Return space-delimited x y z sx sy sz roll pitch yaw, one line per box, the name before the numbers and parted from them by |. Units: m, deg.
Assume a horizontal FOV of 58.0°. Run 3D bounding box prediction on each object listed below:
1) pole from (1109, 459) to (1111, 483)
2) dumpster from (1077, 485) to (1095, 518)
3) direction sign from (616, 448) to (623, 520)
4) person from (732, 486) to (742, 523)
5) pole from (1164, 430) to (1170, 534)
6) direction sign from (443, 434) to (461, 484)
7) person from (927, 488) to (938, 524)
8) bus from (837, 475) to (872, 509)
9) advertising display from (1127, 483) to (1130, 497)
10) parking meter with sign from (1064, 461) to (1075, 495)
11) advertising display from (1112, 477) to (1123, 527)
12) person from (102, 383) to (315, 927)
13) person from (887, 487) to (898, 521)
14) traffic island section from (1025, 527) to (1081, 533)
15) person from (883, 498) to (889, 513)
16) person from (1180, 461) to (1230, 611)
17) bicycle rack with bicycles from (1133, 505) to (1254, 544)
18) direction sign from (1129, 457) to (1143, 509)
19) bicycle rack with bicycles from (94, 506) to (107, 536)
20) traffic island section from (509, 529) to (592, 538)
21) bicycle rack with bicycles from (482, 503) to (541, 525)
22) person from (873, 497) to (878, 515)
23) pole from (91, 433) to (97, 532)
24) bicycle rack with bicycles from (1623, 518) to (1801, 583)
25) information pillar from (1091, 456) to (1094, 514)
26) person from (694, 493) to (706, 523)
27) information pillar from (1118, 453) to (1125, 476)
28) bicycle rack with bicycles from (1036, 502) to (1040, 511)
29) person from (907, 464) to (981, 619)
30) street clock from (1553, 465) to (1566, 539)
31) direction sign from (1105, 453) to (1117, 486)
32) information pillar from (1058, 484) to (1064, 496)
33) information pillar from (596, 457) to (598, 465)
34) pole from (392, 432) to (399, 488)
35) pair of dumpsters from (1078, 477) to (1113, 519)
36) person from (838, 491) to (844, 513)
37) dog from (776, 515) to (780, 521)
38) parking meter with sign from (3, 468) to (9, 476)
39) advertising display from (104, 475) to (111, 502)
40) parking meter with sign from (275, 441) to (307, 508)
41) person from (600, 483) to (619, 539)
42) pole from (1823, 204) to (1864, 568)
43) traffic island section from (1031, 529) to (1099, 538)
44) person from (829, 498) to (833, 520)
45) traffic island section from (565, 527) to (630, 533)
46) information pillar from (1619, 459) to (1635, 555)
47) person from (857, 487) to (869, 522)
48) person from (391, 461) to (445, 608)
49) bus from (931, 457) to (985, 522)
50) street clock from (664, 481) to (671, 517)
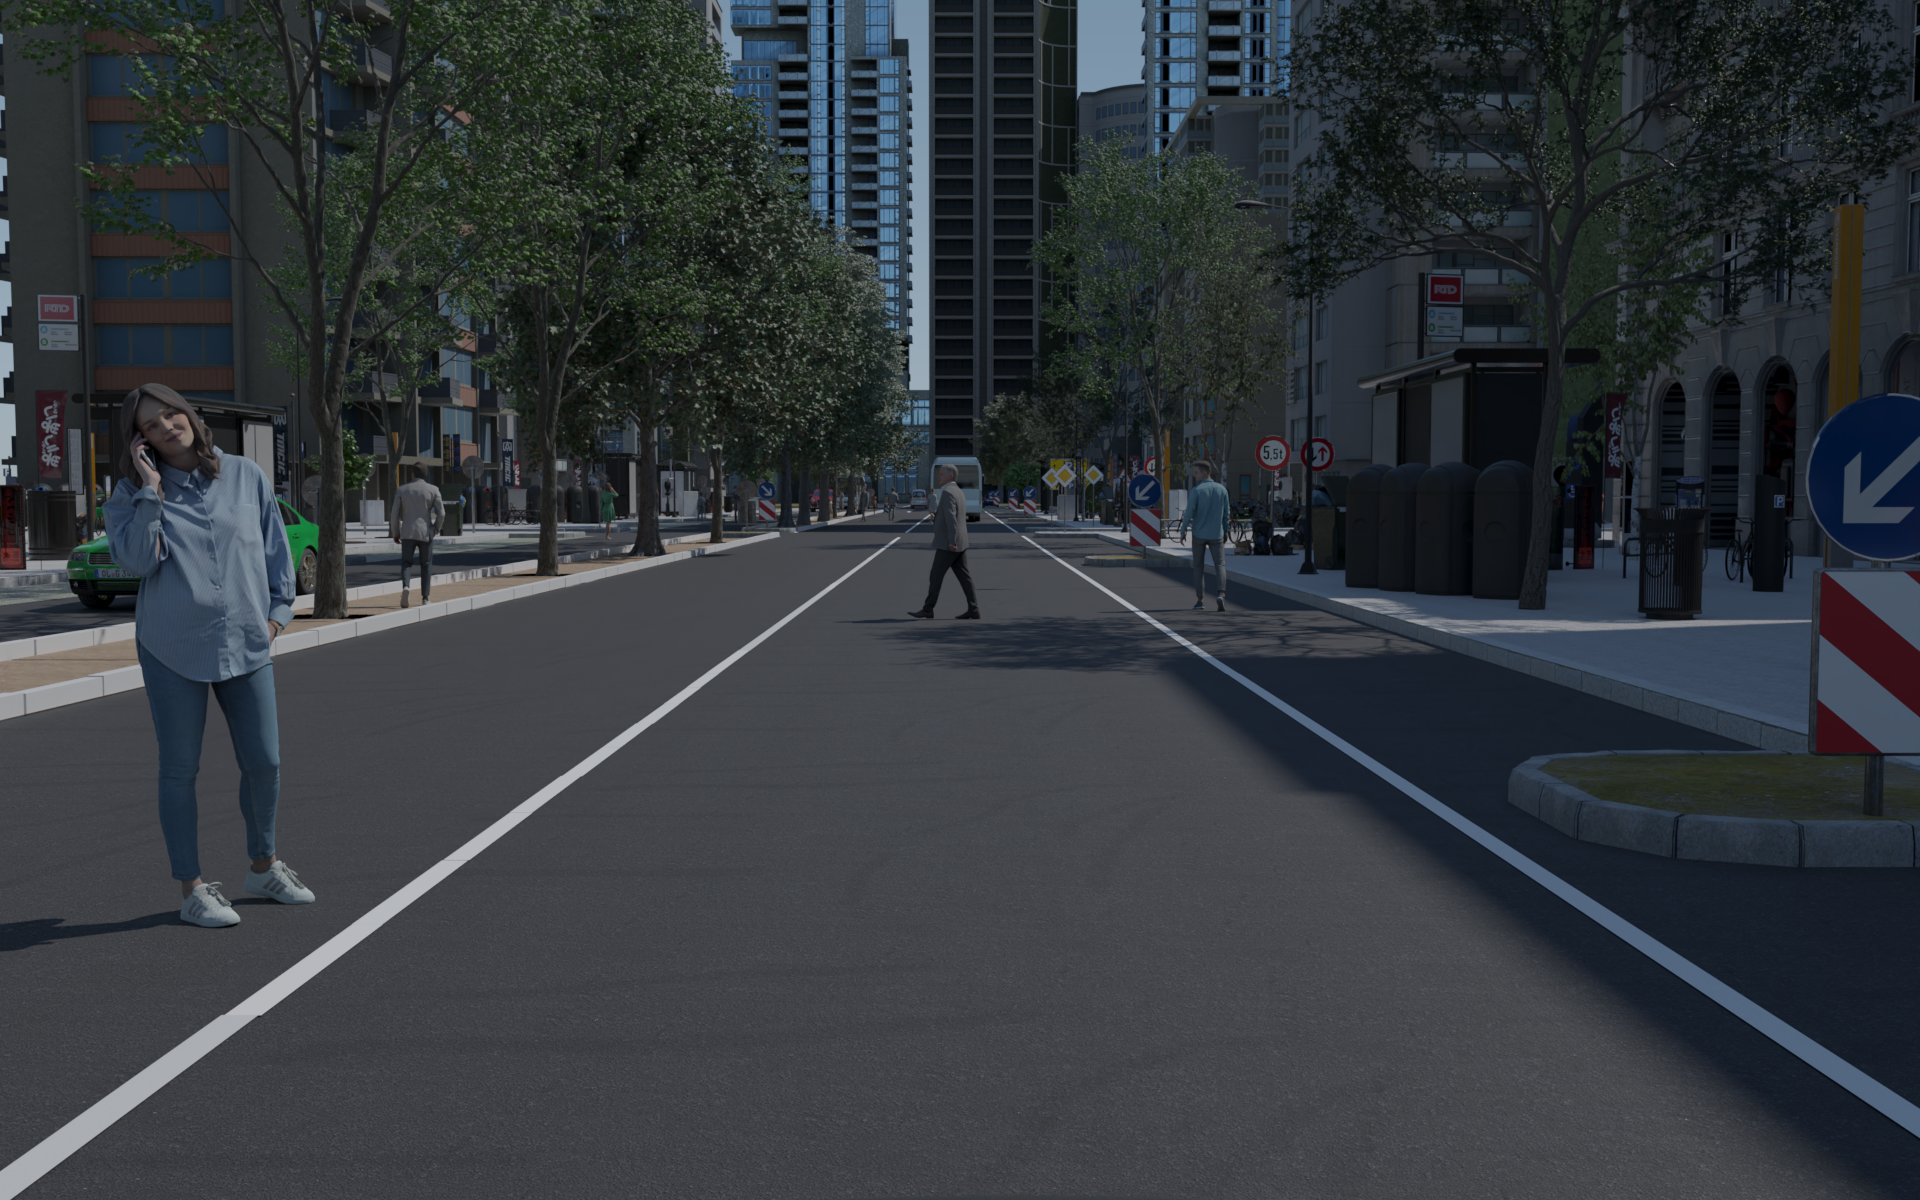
pole | 8.625 -6.453 99.346 0.158 3.312 0.155 0 3 0
dumpster | 6.727 -5.371 93.577 1.264 1.857 1.865 0 3 0
direction sign | -16.665 -5.660 84.537 0.379 3.537 0.876 -1 4 -11
person | -11.122 -4.811 86.963 0.655 1.846 0.447 -1 4 -17
pole | 6.616 -3.765 55.395 0.158 3.312 0.155 0 3 0
direction sign | -19.177 -4.489 65.395 0.876 3.537 0.379 2 4 29
person | -1.303 -4.565 83.892 0.466 1.731 0.760 -3 5 -42
bus | -10.028 -10.363 164.293 2.948 3.499 13.247 0 4 0
advertising display | 8.680 -5.298 91.841 0.974 1.923 0.123 3 4 38
parking meter with sign | 5.769 -5.780 90.771 0.543 3.016 1.738 0 4 -1
advertising display | 6.153 -3.813 67.558 0.123 1.923 0.974 -1 4 -13
person | -2.515 0.180 5.821 0.793 1.790 0.793 1 4 20
person | -3.646 -5.206 93.823 0.606 1.804 0.583 0 4 -3
traffic island section | 3.493 -2.646 65.541 2.009 0.180 2.903 0 3 0
person | -5.350 -7.047 129.211 0.738 1.151 1.012 2 4 30
person | 3.035 -0.794 21.348 0.638 1.841 0.748 0 4 -1
bicycle rack with bicycles | 6.618 -1.947 45.209 2.925 0.926 2.852 -3 4 -37
direction sign | 10.687 -6.936 105.404 0.876 3.537 0.379 -1 4 -11
bicycle rack with bicycles | -24.834 -2.402 52.648 2.852 0.926 2.925 -2 4 -35
traffic island section | -13.642 -2.157 57.547 2.009 0.180 2.903 0 3 0
bicycle rack with bicycles | -18.367 -3.614 72.470 2.925 0.926 2.852 -1 4 -10
person | -5.915 -6.597 121.027 0.373 1.253 0.362 0 4 7
pole | -29.001 -3.917 57.887 0.158 3.312 0.155 0 3 0
bicycle rack with bicycles | 11.559 -0.789 26.284 2.925 0.926 2.852 -3 5 -42
information pillar | 8.173 -7.084 107.174 0.183 3.616 0.504 0 4 -7
person | -12.969 -4.608 86.435 0.523 1.515 0.503 3 4 36
information pillar | 9.179 -6.536 98.224 0.504 3.616 0.183 3 4 36
bicycle rack with bicycles | 7.073 -7.382 134.073 2.925 0.926 2.852 2 4 25
person | -0.181 -0.668 19.818 0.834 1.777 0.661 0 4 5
street clock | 15.148 -2.381 43.503 0.471 2.002 0.358 2 4 30
direction sign | 8.448 -6.410 96.795 0.876 3.537 0.379 -3 4 -38
information pillar | 5.503 -5.423 93.157 0.304 2.012 0.304 -2 4 -35
information pillar | -22.718 -7.114 107.663 0.504 3.616 0.183 -1 4 -19
pole | -18.681 -3.885 57.357 0.158 3.312 0.155 0 3 0
pair of dumpsters | 7.099 -5.374 90.364 1.574 2.255 4.437 0 3 0
person | -8.992 -7.440 130.481 0.374 1.781 0.599 -2 4 -34
dog | -8.975 -4.141 86.996 0.540 0.507 0.406 -3 4 -36
parking meter with sign | -63.930 -7.403 117.303 1.738 3.016 0.543 2 4 25
advertising display | -28.189 -3.239 58.169 0.974 1.923 0.123 -3 4 -38
parking meter with sign | -22.495 -3.722 57.116 1.738 3.016 0.543 -3 4 -36
person | -11.157 -2.820 54.851 0.600 1.795 0.529 0 4 6
pole | 6.285 -1.132 12.345 0.158 3.312 0.155 0 3 0
traffic island section | 3.500 -2.158 57.556 2.009 0.180 2.903 0 3 0
person | -7.195 -4.979 94.926 0.505 1.210 0.382 1 4 13
traffic island section | -13.648 -2.645 65.532 2.009 0.180 2.903 0 3 0
information pillar | 14.103 -1.959 36.523 0.304 2.012 0.304 1 4 9
person | -4.948 -4.874 88.295 0.694 1.812 0.767 3 5 41
person | -6.837 -0.826 21.847 0.661 1.843 0.795 -1 4 -11
bus | -0.107 -6.039 93.605 2.948 3.499 13.247 0 4 1
street clock | -16.495 -5.698 97.729 0.358 2.002 0.471 -2 4 -29
